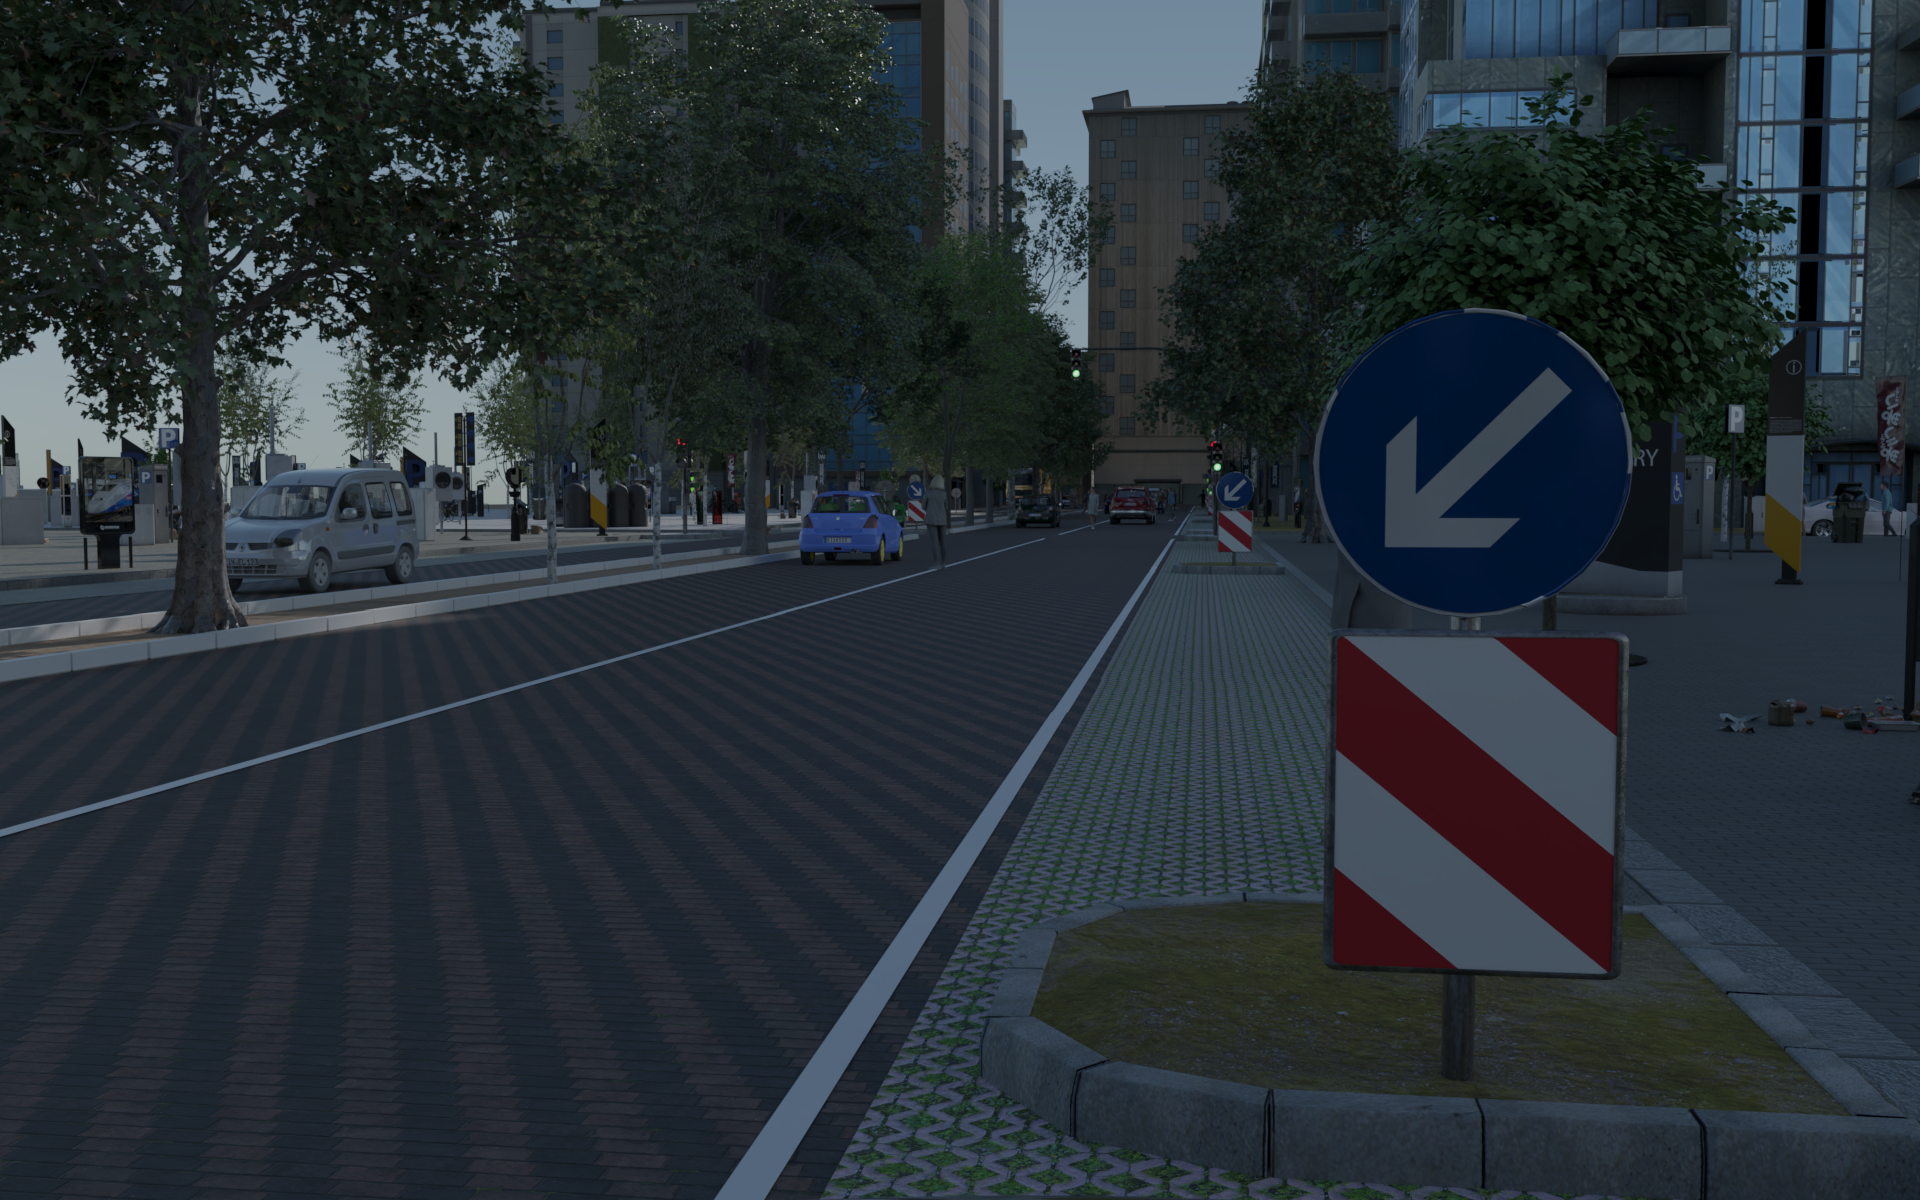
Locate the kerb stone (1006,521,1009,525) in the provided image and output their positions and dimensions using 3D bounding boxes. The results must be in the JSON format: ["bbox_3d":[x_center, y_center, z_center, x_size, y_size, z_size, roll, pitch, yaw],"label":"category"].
[{"bbox_3d":[2.015,-3.537,80.028,0.120,0.150,1.000,0,4,8],"label":"kerb stone"}]

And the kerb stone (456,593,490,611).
[{"bbox_3d":[-6.159,0.034,21.633,0.120,0.150,1.000,0,4,8],"label":"kerb stone"}]

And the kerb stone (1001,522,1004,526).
[{"bbox_3d":[1.731,-3.413,78.004,0.120,0.150,1.000,0,4,8],"label":"kerb stone"}]

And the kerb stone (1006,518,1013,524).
[{"bbox_3d":[2.302,-3.661,82.058,0.120,0.150,1.000,0,4,8],"label":"kerb stone"}]

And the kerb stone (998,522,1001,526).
[{"bbox_3d":[1.592,-3.351,76.991,0.120,0.150,1.000,0,4,8],"label":"kerb stone"}]

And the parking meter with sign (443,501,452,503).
[{"bbox_3d":[-35.553,-7.453,118.122,1.738,3.016,0.543,-1,4,-22],"label":"parking meter with sign"}]

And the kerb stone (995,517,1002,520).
[{"bbox_3d":[2.069,-4.485,95.532,0.120,0.150,1.000,0,4,8],"label":"kerb stone"}]

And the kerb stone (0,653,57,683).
[{"bbox_3d":[-7.304,0.533,13.485,0.120,0.150,1.000,0,4,8],"label":"kerb stone"}]

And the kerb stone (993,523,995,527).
[{"bbox_3d":[1.304,-3.227,74.963,0.120,0.150,1.000,0,4,8],"label":"kerb stone"}]

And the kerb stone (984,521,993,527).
[{"bbox_3d":[1.161,-3.165,73.948,0.120,0.150,1.000,0,4,8],"label":"kerb stone"}]

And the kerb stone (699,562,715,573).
[{"bbox_3d":[-4.738,-0.586,31.778,0.120,0.150,1.000,0,4,8],"label":"kerb stone"}]

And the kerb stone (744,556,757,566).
[{"bbox_3d":[-4.312,-0.773,34.831,0.120,0.150,1.000,0,4,8],"label":"kerb stone"}]

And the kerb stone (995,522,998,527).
[{"bbox_3d":[1.447,-3.288,75.975,0.120,0.150,1.000,0,4,8],"label":"kerb stone"}]

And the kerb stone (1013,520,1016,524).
[{"bbox_3d":[2.444,-3.723,83.071,0.120,0.150,1.000,0,4,8],"label":"kerb stone"}]

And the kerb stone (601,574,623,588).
[{"bbox_3d":[-5.454,-0.276,26.707,0.120,0.150,1.000,0,4,8],"label":"kerb stone"}]

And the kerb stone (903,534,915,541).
[{"bbox_3d":[-1.620,-1.950,54.099,0.120,0.150,1.000,0,4,8],"label":"kerb stone"}]

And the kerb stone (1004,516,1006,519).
[{"bbox_3d":[2.349,-4.607,97.571,0.120,0.150,1.000,0,4,8],"label":"kerb stone"}]

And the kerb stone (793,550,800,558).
[{"bbox_3d":[-3.750,-1.018,38.883,0.120,0.150,1.000,0,4,8],"label":"kerb stone"}]

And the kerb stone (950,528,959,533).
[{"bbox_3d":[-0.258,-2.543,63.778,0.120,0.150,1.000,0,4,8],"label":"kerb stone"}]

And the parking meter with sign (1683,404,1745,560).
[{"bbox_3d":[14.639,-2.341,34.544,0.543,3.016,1.738,-2,4,-35],"label":"parking meter with sign"}]

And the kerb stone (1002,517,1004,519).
[{"bbox_3d":[2.199,-4.547,96.546,0.120,0.150,1.000,0,4,8],"label":"kerb stone"}]

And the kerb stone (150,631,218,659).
[{"bbox_3d":[-7.016,0.410,15.530,0.120,0.150,1.000,0,4,8],"label":"kerb stone"}]

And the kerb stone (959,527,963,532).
[{"bbox_3d":[-0.123,-2.605,64.793,0.120,0.150,1.000,0,4,8],"label":"kerb stone"}]

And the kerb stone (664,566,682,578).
[{"bbox_3d":[-5.027,-0.462,29.750,0.120,0.150,1.000,0,4,8],"label":"kerb stone"}]

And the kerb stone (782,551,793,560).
[{"bbox_3d":[-3.887,-0.955,37.871,0.120,0.150,1.000,0,4,8],"label":"kerb stone"}]

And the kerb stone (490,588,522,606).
[{"bbox_3d":[-6.018,-0.023,22.654,0.120,0.150,1.000,0,4,8],"label":"kerb stone"}]

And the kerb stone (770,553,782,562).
[{"bbox_3d":[-4.025,-0.897,36.858,0.120,0.150,1.000,0,4,8],"label":"kerb stone"}]

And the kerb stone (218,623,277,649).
[{"bbox_3d":[-6.870,0.346,16.546,0.120,0.150,1.000,0,4,8],"label":"kerb stone"}]

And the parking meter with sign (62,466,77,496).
[{"bbox_3d":[-55.014,-6.831,107.944,0.543,3.016,1.738,1,4,15],"label":"parking meter with sign"}]

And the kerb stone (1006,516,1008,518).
[{"bbox_3d":[2.486,-4.673,98.593,0.120,0.150,1.000,0,4,8],"label":"kerb stone"}]

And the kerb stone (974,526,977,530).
[{"bbox_3d":[0.453,-2.854,68.864,0.120,0.150,1.000,0,4,8],"label":"kerb stone"}]

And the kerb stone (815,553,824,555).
[{"bbox_3d":[-3.321,-1.202,41.920,0.120,0.150,1.000,0,4,8],"label":"kerb stone"}]

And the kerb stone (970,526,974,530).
[{"bbox_3d":[0.308,-2.792,67.853,0.120,0.150,1.000,0,4,8],"label":"kerb stone"}]

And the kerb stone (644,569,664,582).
[{"bbox_3d":[-5.171,-0.397,28.732,0.120,0.150,1.000,0,4,8],"label":"kerb stone"}]

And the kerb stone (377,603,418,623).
[{"bbox_3d":[-6.448,0.158,19.608,0.120,0.150,1.000,0,4,8],"label":"kerb stone"}]

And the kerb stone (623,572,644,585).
[{"bbox_3d":[-5.311,-0.338,27.719,0.120,0.150,1.000,0,4,8],"label":"kerb stone"}]

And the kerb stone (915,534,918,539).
[{"bbox_3d":[-1.469,-2.013,55.110,0.120,0.150,1.000,0,4,8],"label":"kerb stone"}]

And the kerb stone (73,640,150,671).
[{"bbox_3d":[-7.160,0.471,14.497,0.120,0.150,1.000,0,4,8],"label":"kerb stone"}]

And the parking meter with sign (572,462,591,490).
[{"bbox_3d":[-20.577,-6.108,96.125,1.738,3.016,0.543,-2,4,-31],"label":"parking meter with sign"}]

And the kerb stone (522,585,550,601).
[{"bbox_3d":[-5.879,-0.090,23.669,0.120,0.150,1.000,0,4,8],"label":"kerb stone"}]

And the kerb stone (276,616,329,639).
[{"bbox_3d":[-6.732,0.283,17.571,0.120,0.150,1.000,0,4,8],"label":"kerb stone"}]

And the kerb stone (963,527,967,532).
[{"bbox_3d":[0.032,-2.665,65.811,0.120,0.150,1.000,0,4,8],"label":"kerb stone"}]

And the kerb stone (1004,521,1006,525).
[{"bbox_3d":[1.865,-3.475,79.017,0.120,0.150,1.000,0,4,8],"label":"kerb stone"}]

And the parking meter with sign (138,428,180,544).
[{"bbox_3d":[-20.876,-2.967,44.769,0.543,3.016,1.738,0,4,7],"label":"parking meter with sign"}]

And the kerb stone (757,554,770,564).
[{"bbox_3d":[-4.170,-0.828,35.844,0.120,0.150,1.000,0,4,8],"label":"kerb stone"}]

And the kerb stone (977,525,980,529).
[{"bbox_3d":[0.592,-2.916,69.877,0.120,0.150,1.000,0,4,8],"label":"kerb stone"}]

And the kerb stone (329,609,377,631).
[{"bbox_3d":[-6.584,0.227,18.591,0.120,0.150,1.000,0,4,8],"label":"kerb stone"}]

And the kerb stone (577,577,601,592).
[{"bbox_3d":[-5.594,-0.214,25.694,0.120,0.150,1.000,0,4,8],"label":"kerb stone"}]

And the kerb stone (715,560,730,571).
[{"bbox_3d":[-4.591,-0.644,32.807,0.120,0.150,1.000,0,4,8],"label":"kerb stone"}]

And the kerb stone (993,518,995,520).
[{"bbox_3d":[1.636,-4.297,92.476,0.120,0.150,1.000,0,4,8],"label":"kerb stone"}]

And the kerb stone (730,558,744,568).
[{"bbox_3d":[-4.454,-0.711,33.819,0.120,0.150,1.000,0,4,8],"label":"kerb stone"}]

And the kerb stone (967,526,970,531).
[{"bbox_3d":[0.160,-2.730,66.828,0.120,0.150,1.000,0,4,8],"label":"kerb stone"}]

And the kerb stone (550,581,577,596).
[{"bbox_3d":[-5.732,-0.150,24.680,0.120,0.150,1.000,0,4,8],"label":"kerb stone"}]

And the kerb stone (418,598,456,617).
[{"bbox_3d":[-6.304,0.098,20.622,0.120,0.150,1.000,0,4,8],"label":"kerb stone"}]

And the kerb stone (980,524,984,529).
[{"bbox_3d":[0.738,-2.970,70.903,0.120,0.150,1.000,0,4,8],"label":"kerb stone"}]

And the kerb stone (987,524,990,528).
[{"bbox_3d":[1.029,-3.103,72.934,0.120,0.150,1.000,0,4,8],"label":"kerb stone"}]

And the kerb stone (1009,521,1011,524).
[{"bbox_3d":[2.161,-3.595,81.044,0.120,0.150,1.000,0,4,8],"label":"kerb stone"}]

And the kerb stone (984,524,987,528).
[{"bbox_3d":[0.875,-3.035,71.917,0.120,0.150,1.000,0,4,8],"label":"kerb stone"}]

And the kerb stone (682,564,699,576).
[{"bbox_3d":[-4.884,-0.524,30.767,0.120,0.150,1.000,0,4,8],"label":"kerb stone"}]
